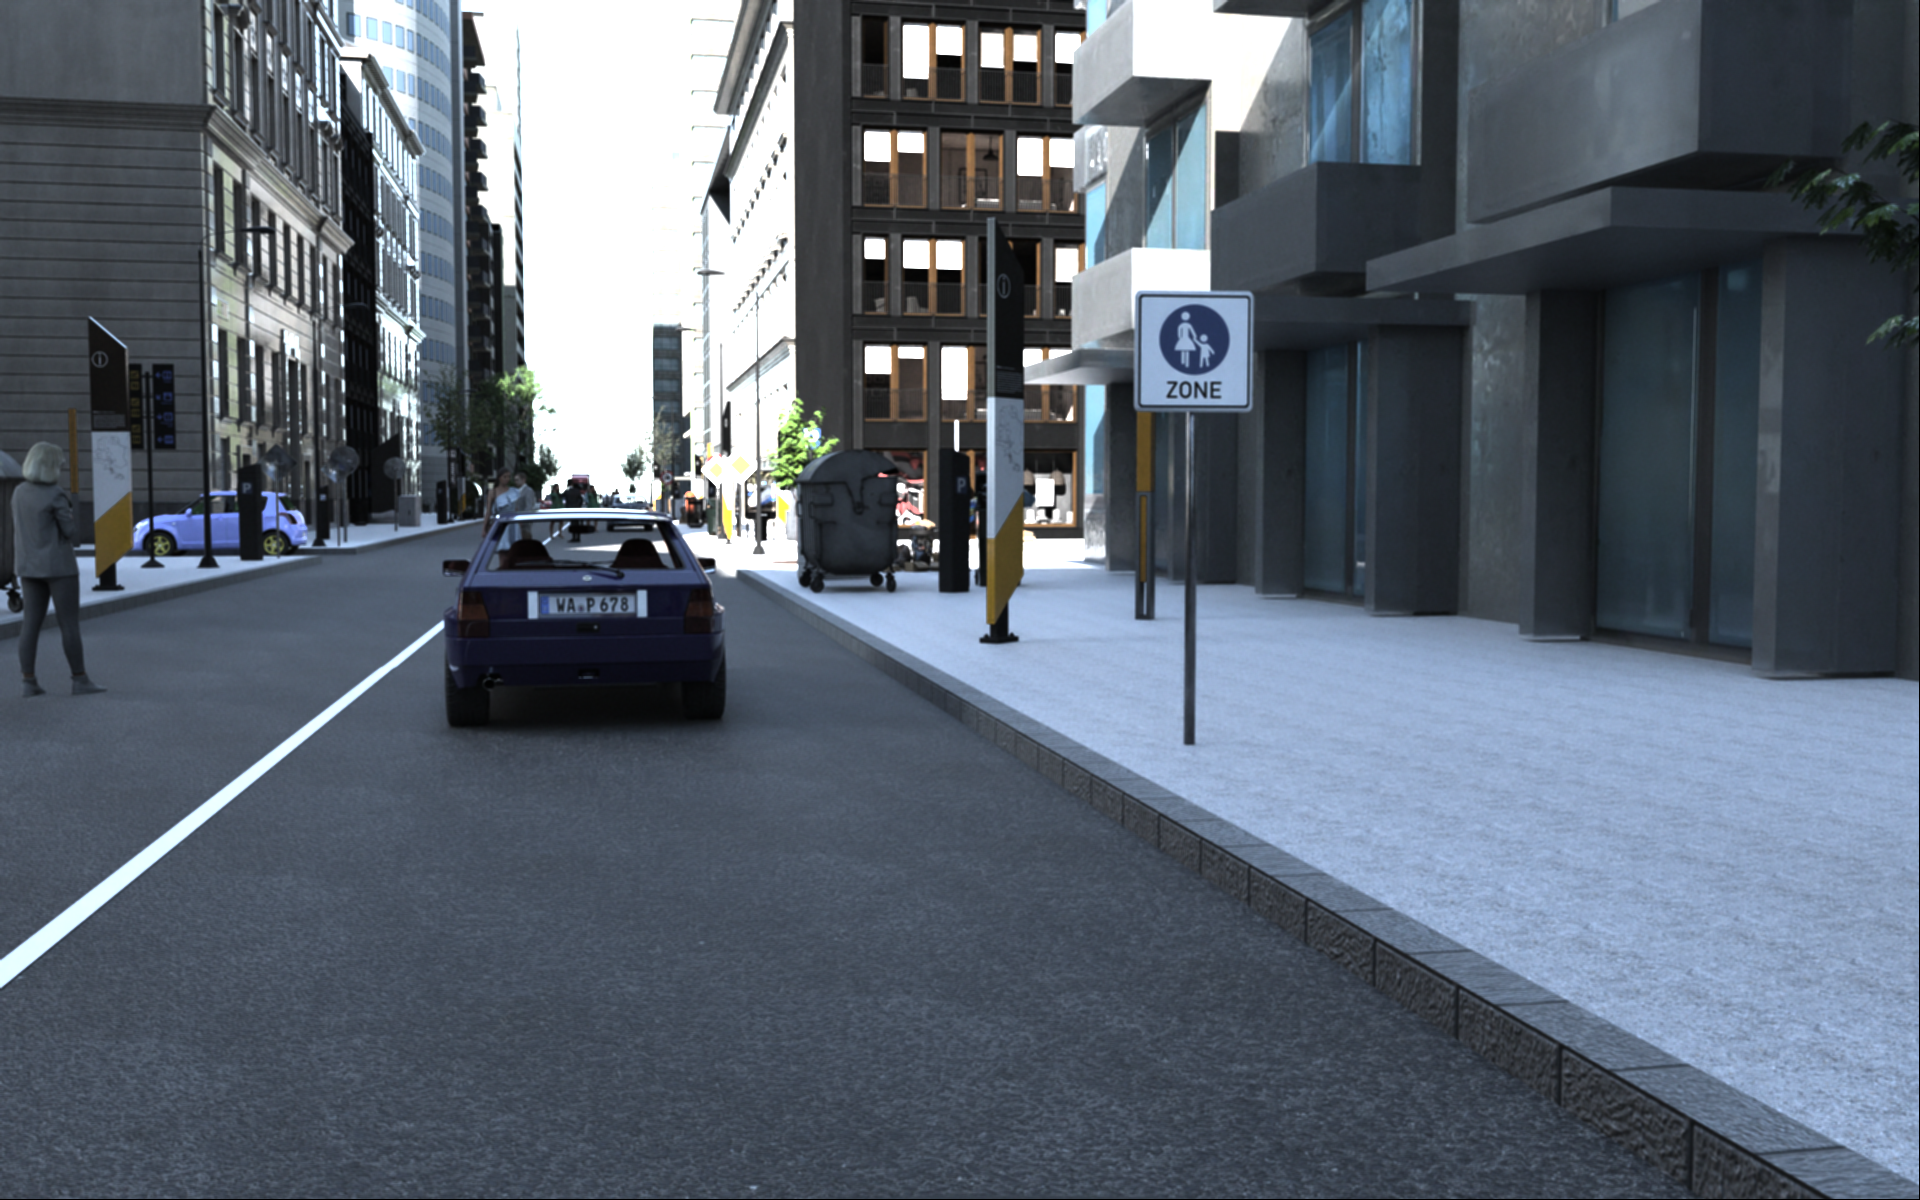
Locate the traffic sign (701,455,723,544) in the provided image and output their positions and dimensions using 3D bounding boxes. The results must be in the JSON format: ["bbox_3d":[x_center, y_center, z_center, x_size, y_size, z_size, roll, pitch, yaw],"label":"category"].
[{"bbox_3d":[-6.199,-2.479,44.182,0.795,2.450,0.064,-1,4,-12],"label":"traffic sign"}]

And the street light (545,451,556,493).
[{"bbox_3d":[-47.346,-13.928,200.266,1.470,5.913,1.316,-1,4,-12],"label":"street light"}]

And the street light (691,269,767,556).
[{"bbox_3d":[-4.746,-3.883,36.021,1.470,5.913,1.316,-1,4,-12],"label":"street light"}]

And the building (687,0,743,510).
[{"bbox_3d":[-13.773,-27.486,132.982,14.154,41.232,14.086,-1,4,-12],"label":"building"}]

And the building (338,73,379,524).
[{"bbox_3d":[-32.630,-14.977,74.552,12.332,23.373,15.834,-1,4,-12],"label":"building"}]

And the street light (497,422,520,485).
[{"bbox_3d":[-30.443,-8.853,117.294,1.470,5.913,1.316,-1,4,-12],"label":"street light"}]

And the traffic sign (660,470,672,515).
[{"bbox_3d":[-15.782,-5.709,93.441,0.768,2.556,0.104,0,4,-7],"label":"traffic sign"}]

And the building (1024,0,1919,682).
[{"bbox_3d":[14.217,-24.520,20.505,23.786,49.044,30.456,-1,4,-12],"label":"building"}]

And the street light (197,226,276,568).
[{"bbox_3d":[-12.567,-3.521,30.109,1.470,5.913,1.316,-1,4,-12],"label":"street light"}]

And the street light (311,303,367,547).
[{"bbox_3d":[-15.118,-4.261,42.203,1.470,5.913,1.316,-1,4,-12],"label":"street light"}]

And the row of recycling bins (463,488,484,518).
[{"bbox_3d":[-26.063,-5.242,92.822,1.069,1.692,3.534,-1,4,-21],"label":"row of recycling bins"}]

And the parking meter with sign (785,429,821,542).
[{"bbox_3d":[-4.305,-3.087,46.738,0.543,3.016,1.738,-2,4,-24],"label":"parking meter with sign"}]

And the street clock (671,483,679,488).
[{"bbox_3d":[-18.172,-6.478,110.485,0.471,2.002,0.358,-2,4,-31],"label":"street clock"}]

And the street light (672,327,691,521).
[{"bbox_3d":[-7.199,-4.638,48.368,1.470,5.913,1.316,-1,4,-12],"label":"street light"}]

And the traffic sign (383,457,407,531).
[{"bbox_3d":[-19.508,-3.653,59.835,0.768,2.556,0.104,-1,4,-11],"label":"traffic sign"}]

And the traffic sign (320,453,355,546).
[{"bbox_3d":[-15.212,-2.369,42.368,0.795,2.450,0.064,-1,4,-12],"label":"traffic sign"}]

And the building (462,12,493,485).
[{"bbox_3d":[-53.762,-30.551,154.132,22.147,44.769,28.867,-1,4,-12],"label":"building"}]

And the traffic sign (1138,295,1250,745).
[{"bbox_3d":[1.175,-0.409,8.809,0.606,2.300,0.079,0,4,-6],"label":"traffic sign"}]

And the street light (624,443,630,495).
[{"bbox_3d":[-29.550,-11.302,157.330,1.470,5.913,1.316,-1,4,-12],"label":"street light"}]

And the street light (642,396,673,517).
[{"bbox_3d":[-14.232,-6.731,82.590,1.470,5.913,1.316,-1,4,-12],"label":"street light"}]

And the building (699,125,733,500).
[{"bbox_3d":[-7.728,-17.456,104.474,14.314,24.678,30.058,-1,4,-12],"label":"building"}]

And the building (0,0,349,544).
[{"bbox_3d":[-27.246,-15.744,54.676,12.463,27.353,25.104,-1,4,-12],"label":"building"}]

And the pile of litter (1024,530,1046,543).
[{"bbox_3d":[1.493,-1.945,45.764,1.719,0.858,1.176,0,4,-3],"label":"pile of litter"}]

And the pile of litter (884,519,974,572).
[{"bbox_3d":[-0.586,-0.916,28.948,1.719,0.858,1.176,1,4,12],"label":"pile of litter"}]

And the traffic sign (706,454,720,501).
[{"bbox_3d":[-7.670,-3.356,54.973,0.768,2.556,0.104,0,4,-5],"label":"traffic sign"}]

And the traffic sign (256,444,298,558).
[{"bbox_3d":[-13.614,-1.890,34.544,0.795,2.450,0.064,-1,4,-12],"label":"traffic sign"}]

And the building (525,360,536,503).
[{"bbox_3d":[-71.902,-23.709,232.688,27.650,21.520,28.899,-1,4,-12],"label":"building"}]

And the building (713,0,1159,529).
[{"bbox_3d":[-1.631,-14.793,75.148,16.112,22.955,30.059,-1,4,-12],"label":"building"}]

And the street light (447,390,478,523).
[{"bbox_3d":[-22.121,-6.387,76.976,1.470,5.913,1.316,-1,4,-12],"label":"street light"}]

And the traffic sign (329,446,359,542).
[{"bbox_3d":[-16.354,-2.808,46.015,0.768,2.556,0.104,0,4,-4],"label":"traffic sign"}]

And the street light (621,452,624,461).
[{"bbox_3d":[-39.213,-14.238,205.325,1.470,5.913,1.316,-1,4,-12],"label":"street light"}]

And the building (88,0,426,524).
[{"bbox_3d":[-36.719,-18.178,94.472,12.463,27.353,25.104,-1,4,-12],"label":"building"}]

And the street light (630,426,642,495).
[{"bbox_3d":[-22.473,-9.206,123.054,1.470,5.913,1.316,-1,4,-12],"label":"street light"}]

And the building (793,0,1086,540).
[{"bbox_3d":[3.339,-13.744,54.391,15.834,23.373,12.332,-1,4,-12],"label":"building"}]

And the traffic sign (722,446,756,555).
[{"bbox_3d":[-4.601,-2.001,36.358,0.795,2.450,0.064,-1,4,-12],"label":"traffic sign"}]

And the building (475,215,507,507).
[{"bbox_3d":[-53.945,-24.753,176.420,14.160,30.474,14.107,-1,4,-12],"label":"building"}]

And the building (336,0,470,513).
[{"bbox_3d":[-47.970,-35.704,125.758,21.231,58.520,28.212,-1,4,-12],"label":"building"}]

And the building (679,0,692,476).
[{"bbox_3d":[-10.773,-34.582,154.646,28.713,52.752,27.495,-1,4,-12],"label":"building"}]

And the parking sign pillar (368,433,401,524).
[{"bbox_3d":[-25.151,-5.331,75.633,1.447,3.967,1.447,-3,4,-38],"label":"parking sign pillar"}]

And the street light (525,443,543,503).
[{"bbox_3d":[-37.442,-10.955,151.656,1.470,5.913,1.316,-1,4,-12],"label":"street light"}]

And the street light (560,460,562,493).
[{"bbox_3d":[-54.449,-16.040,234.790,1.470,5.913,1.316,-1,4,-12],"label":"street light"}]

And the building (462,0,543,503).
[{"bbox_3d":[-72.892,-50.027,256.188,20.563,71.187,20.611,-1,4,-12],"label":"building"}]
